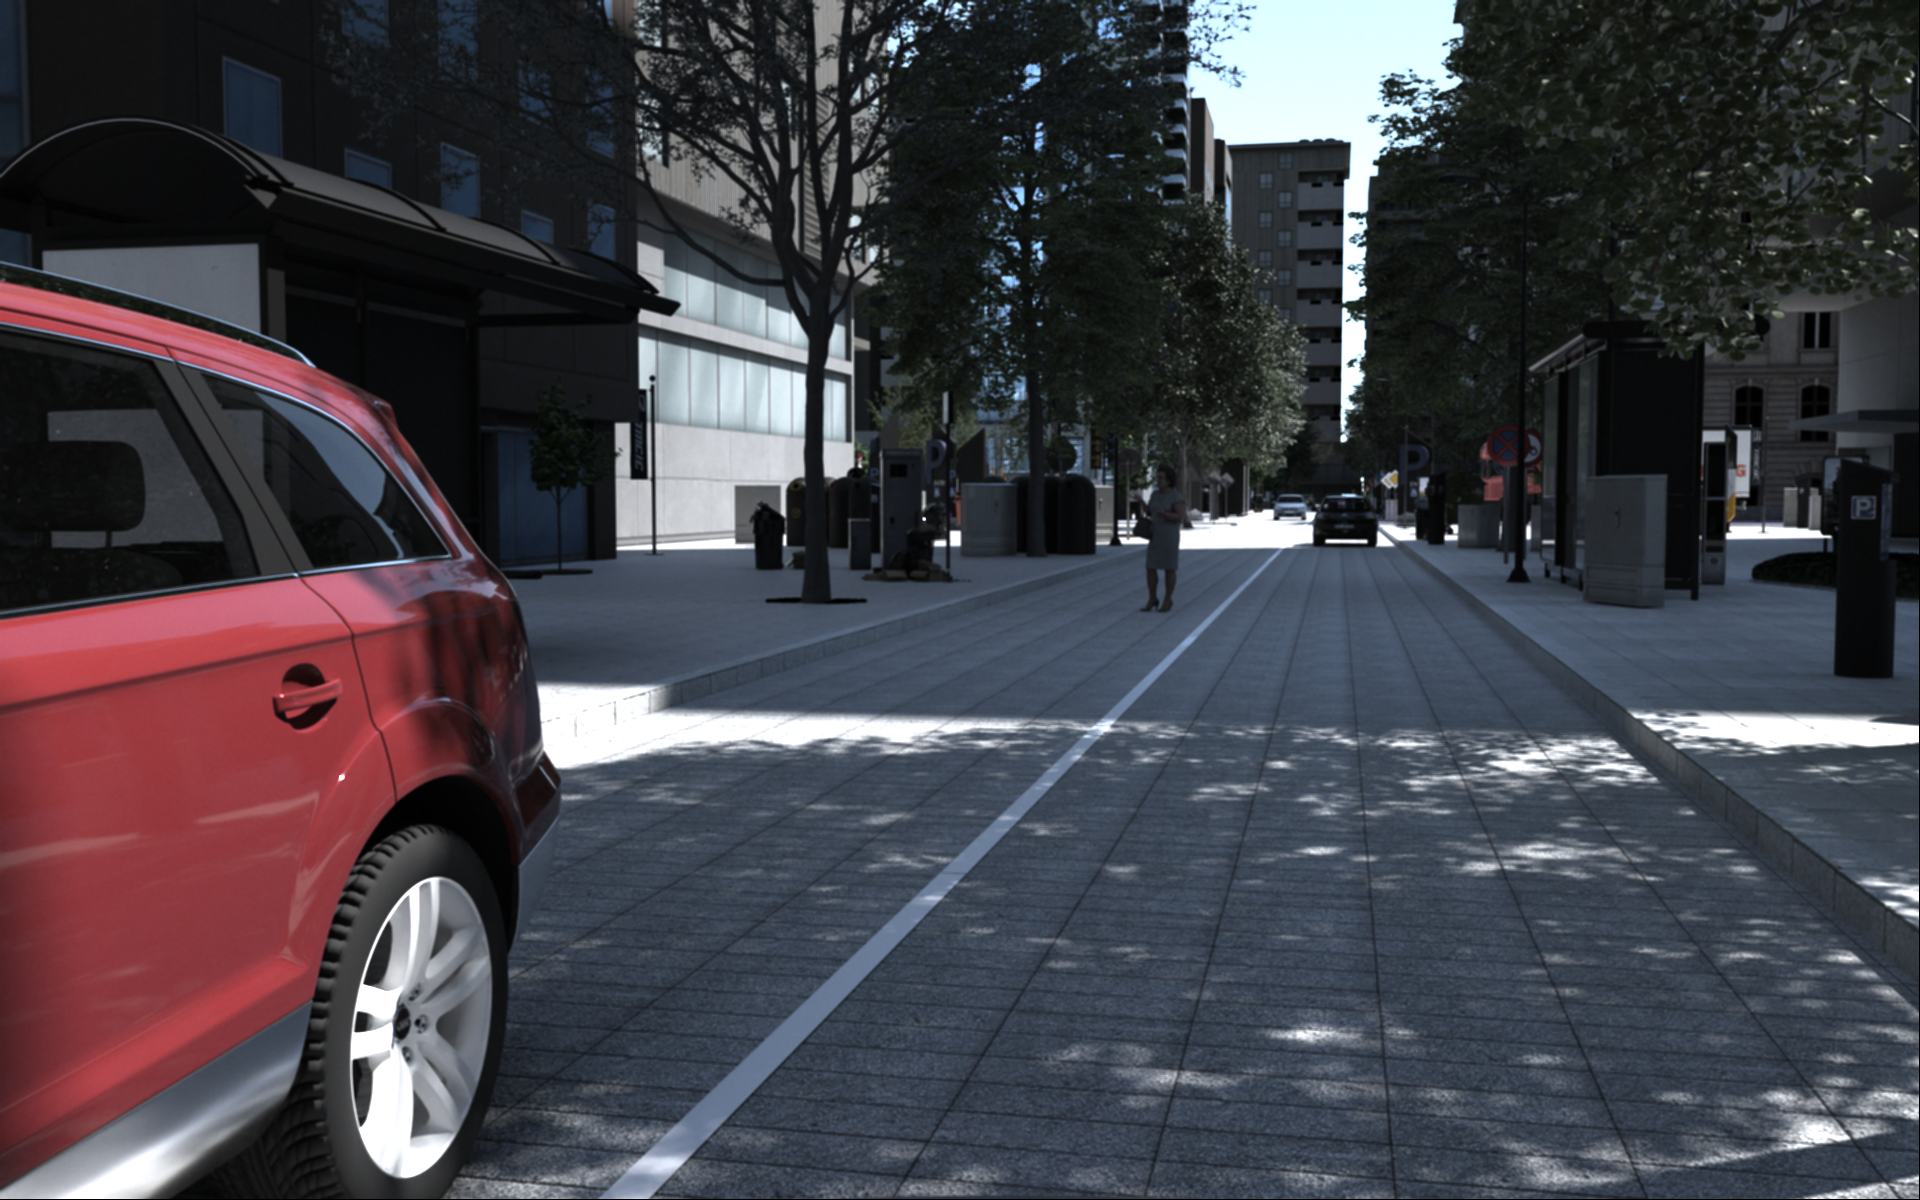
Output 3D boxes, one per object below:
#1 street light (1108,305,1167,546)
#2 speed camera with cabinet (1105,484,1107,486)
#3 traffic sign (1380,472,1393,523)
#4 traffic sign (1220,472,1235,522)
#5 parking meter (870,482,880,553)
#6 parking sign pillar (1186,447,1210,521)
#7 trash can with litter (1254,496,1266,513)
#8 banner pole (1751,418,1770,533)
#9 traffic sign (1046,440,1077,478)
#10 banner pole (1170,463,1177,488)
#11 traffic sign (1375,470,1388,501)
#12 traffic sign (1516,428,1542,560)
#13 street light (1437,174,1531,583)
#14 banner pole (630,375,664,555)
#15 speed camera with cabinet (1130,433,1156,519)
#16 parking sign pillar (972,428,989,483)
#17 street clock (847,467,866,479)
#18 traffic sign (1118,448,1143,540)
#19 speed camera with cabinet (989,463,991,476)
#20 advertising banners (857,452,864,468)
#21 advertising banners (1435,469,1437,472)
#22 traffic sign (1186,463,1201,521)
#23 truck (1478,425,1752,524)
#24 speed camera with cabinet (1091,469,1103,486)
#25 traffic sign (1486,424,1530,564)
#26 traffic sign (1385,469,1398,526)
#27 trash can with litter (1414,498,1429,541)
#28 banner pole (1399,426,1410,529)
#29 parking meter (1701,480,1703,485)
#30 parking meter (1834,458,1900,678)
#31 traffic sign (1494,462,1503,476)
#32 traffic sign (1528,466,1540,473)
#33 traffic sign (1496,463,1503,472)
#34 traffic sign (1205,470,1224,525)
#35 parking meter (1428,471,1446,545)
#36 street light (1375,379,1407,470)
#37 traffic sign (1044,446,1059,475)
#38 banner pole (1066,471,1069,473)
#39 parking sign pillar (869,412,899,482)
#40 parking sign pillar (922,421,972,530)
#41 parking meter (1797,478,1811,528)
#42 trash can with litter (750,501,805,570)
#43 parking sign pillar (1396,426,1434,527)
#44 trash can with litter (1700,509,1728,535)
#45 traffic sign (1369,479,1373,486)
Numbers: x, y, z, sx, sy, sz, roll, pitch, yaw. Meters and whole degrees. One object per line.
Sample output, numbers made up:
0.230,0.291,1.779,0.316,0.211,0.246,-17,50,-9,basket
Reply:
4.394,-4.294,42.743,1.470,5.913,1.316,1,4,12,street light
11.947,-9.068,142.602,0.660,3.252,2.038,-1,4,-13,speed camera with cabinet
19.275,-4.535,77.792,0.795,2.450,0.064,1,4,12,traffic sign
12.201,-4.630,79.348,0.795,2.450,0.064,1,4,12,traffic sign
-1.772,-1.787,37.629,0.372,1.533,0.369,0,3,0,parking meter
10.814,-5.710,81.823,1.447,3.967,1.447,-3,5,-43,parking sign pillar
20.745,-6.646,120.052,0.624,1.170,1.055,2,4,27,trash can with litter
26.381,-4.105,57.131,0.401,3.779,0.863,-1,4,-17,banner pole
2.376,-2.494,40.889,0.768,2.556,0.104,1,4,21,traffic sign
10.013,-5.530,80.432,0.863,3.779,0.401,1,4,12,banner pole
22.575,-5.651,92.504,0.768,2.556,0.104,1,4,19,traffic sign
10.978,-2.052,33.649,0.768,2.556,0.104,1,4,15,traffic sign
7.610,-3.219,25.171,1.470,5.913,1.316,1,4,12,street light
-6.624,-2.838,36.417,0.401,3.779,0.863,3,5,39,banner pole
6.031,-3.735,55.401,0.660,3.252,2.038,2,4,31,speed camera with cabinet
0.555,-5.051,71.062,1.447,3.967,1.447,3,4,36,parking sign pillar
-2.811,-2.597,47.026,0.471,2.002,0.358,-1,4,-22,street clock
4.679,-2.937,48.121,0.768,2.556,0.104,1,4,13,traffic sign
1.675,-7.134,110.976,0.660,3.252,2.038,0,4,-5,speed camera with cabinet
-4.512,-4.587,71.180,0.090,3.025,2.074,2,4,29,advertising banners
33.838,-7.820,124.047,0.090,3.025,2.074,0,4,-1,advertising banners
9.566,-4.404,72.003,0.884,2.594,0.081,1,4,20,traffic sign
26.936,-5.130,72.789,11.283,4.237,2.839,1,4,13,truck
8.175,-6.756,104.800,0.660,3.252,2.038,1,4,8,speed camera with cabinet
10.031,-1.935,31.738,0.768,2.556,0.104,1,4,16,traffic sign
17.576,-4.058,69.989,0.795,2.450,0.064,1,4,12,traffic sign
13.034,-2.246,48.106,0.624,1.170,1.055,0,4,-7,trash can with litter
16.439,-4.520,63.920,0.401,3.779,0.863,1,4,13,banner pole
29.233,-3.834,68.394,0.399,1.863,0.255,2,4,31,parking meter
6.380,-0.231,12.186,0.372,1.533,0.369,0,3,0,parking meter
15.787,-3.052,50.013,0.768,2.556,0.104,1,4,13,traffic sign
14.348,-2.707,44.264,0.884,2.594,0.081,1,4,20,traffic sign
13.781,-2.645,43.349,0.768,2.556,0.104,1,4,20,traffic sign
10.501,-4.153,71.545,0.795,2.450,0.064,1,4,12,traffic sign
12.140,-2.350,44.126,0.399,1.863,0.255,-2,4,-32,parking meter
17.458,-5.959,69.967,1.470,5.913,1.316,1,4,12,street light
2.419,-2.788,45.690,0.768,2.556,0.104,1,4,18,traffic sign
6.206,-6.720,99.885,0.401,3.779,0.863,0,4,-8,banner pole
-2.461,-4.137,56.116,1.447,3.967,1.447,2,4,26,parking sign pillar
-0.663,-4.480,61.722,1.447,3.967,1.447,-3,4,-37,parking sign pillar
31.548,-3.612,64.772,0.255,1.863,0.399,-2,4,-24,parking meter
-3.037,-1.115,29.610,1.055,1.170,0.624,-1,4,-16,trash can with litter
17.832,-4.852,67.801,1.447,3.967,1.447,1,4,23,parking sign pillar
23.243,-2.597,53.856,1.055,1.170,0.624,0,4,6,trash can with litter
28.761,-7.342,120.145,0.768,2.556,0.104,1,4,21,traffic sign
